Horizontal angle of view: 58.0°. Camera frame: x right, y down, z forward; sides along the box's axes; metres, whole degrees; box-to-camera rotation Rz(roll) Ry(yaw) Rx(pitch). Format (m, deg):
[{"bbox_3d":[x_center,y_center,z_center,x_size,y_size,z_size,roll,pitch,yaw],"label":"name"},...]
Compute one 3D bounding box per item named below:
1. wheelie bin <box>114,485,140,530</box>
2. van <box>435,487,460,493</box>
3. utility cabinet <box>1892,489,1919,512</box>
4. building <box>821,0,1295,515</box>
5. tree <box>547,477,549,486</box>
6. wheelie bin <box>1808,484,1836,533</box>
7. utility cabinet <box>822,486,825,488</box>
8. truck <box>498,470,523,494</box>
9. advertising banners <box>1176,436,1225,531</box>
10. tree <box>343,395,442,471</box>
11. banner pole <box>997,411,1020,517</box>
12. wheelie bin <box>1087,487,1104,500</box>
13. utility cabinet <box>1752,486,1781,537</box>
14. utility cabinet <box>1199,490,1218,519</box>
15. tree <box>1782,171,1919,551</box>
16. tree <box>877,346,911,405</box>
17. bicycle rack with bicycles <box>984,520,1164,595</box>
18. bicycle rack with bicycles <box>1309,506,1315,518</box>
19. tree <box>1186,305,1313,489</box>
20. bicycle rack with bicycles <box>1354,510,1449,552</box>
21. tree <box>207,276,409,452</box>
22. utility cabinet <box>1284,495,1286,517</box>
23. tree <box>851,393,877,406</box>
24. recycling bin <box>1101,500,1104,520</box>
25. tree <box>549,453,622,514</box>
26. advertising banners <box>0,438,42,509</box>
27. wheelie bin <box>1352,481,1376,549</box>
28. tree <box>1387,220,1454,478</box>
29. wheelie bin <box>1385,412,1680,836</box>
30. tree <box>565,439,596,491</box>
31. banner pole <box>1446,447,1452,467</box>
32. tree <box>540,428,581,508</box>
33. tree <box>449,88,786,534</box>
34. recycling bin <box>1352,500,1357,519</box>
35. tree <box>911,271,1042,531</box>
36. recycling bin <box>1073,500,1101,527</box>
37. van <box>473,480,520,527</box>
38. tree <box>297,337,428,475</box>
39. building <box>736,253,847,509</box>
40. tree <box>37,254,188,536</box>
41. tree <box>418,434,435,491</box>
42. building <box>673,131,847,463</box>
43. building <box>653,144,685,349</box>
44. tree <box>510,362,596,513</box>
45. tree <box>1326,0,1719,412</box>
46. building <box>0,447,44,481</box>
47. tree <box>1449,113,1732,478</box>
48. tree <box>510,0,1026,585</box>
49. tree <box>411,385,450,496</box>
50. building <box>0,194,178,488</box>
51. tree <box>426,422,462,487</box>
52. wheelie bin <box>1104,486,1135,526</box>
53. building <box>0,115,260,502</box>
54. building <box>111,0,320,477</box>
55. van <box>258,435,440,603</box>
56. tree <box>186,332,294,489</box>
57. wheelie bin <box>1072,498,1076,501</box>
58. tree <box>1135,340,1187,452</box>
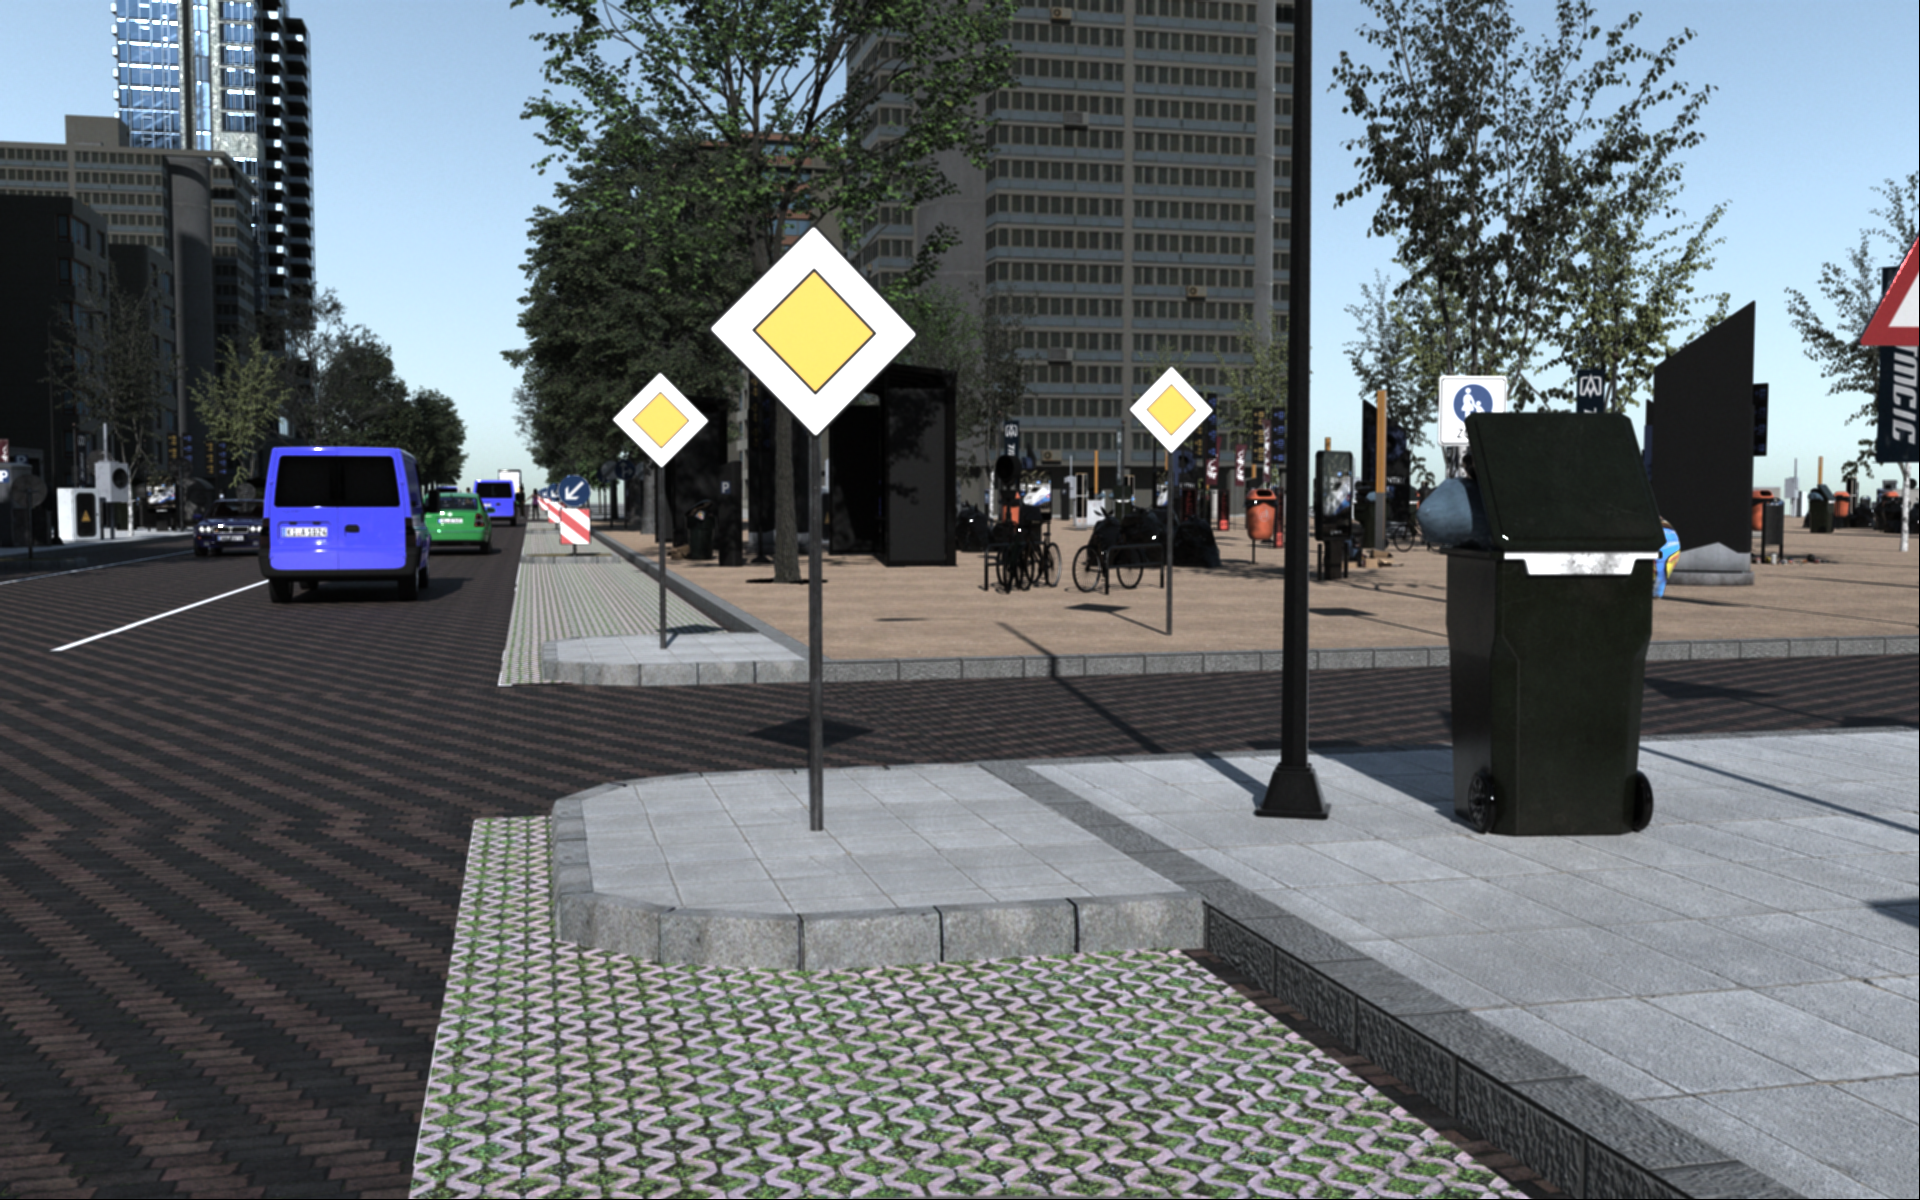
[{"bbox_3d":[-29.764,-3.287,61.659,0.980,1.594,0.693,-3,5,-39],"label":"wheelie bin"},{"bbox_3d":[-41.193,-8.240,139.116,2.240,2.365,5.245,-1,4,-13],"label":"van"},{"bbox_3d":[41.770,-4.138,76.341,1.173,1.500,0.318,3,5,42],"label":"utility cabinet"},{"bbox_3d":[5.639,-25.873,114.901,32.217,40.220,23.993,-1,4,-14],"label":"building"},{"bbox_3d":[-45.671,-13.136,198.484,4.285,4.588,4.351,0,3,0],"label":"tree"},{"bbox_3d":[28.151,-2.980,56.636,0.980,1.594,0.693,-3,5,-41],"label":"wheelie bin"},{"bbox_3d":[-3.744,-2.342,46.964,1.173,1.500,0.318,-2,4,-24],"label":"utility cabinet"},{"bbox_3d":[-53.197,-13.212,204.925,2.839,4.237,11.283,-1,4,-14],"label":"truck"},{"bbox_3d":[6.901,-3.435,52.354,2.074,3.025,0.090,2,4,24],"label":"advertising banners"},{"bbox_3d":[-51.529,-13.664,157.814,7.601,10.594,8.767,1,4,13],"label":"tree"},{"bbox_3d":[1.394,-3.785,51.899,0.863,3.779,0.401,1,4,23],"label":"banner pole"},{"bbox_3d":[6.435,-4.539,82.126,0.980,1.594,0.693,0,4,2],"label":"wheelie bin"},{"bbox_3d":[23.302,-2.565,50.612,1.173,1.500,0.318,2,4,30],"label":"utility cabinet"},{"bbox_3d":[12.786,-4.930,89.285,0.318,1.500,1.173,-2,4,-32],"label":"utility cabinet"},{"bbox_3d":[21.083,-5.411,38.838,4.360,8.622,3.978,0,3,0],"label":"tree"},{"bbox_3d":[-0.830,-7.301,69.741,4.360,8.622,3.978,0,3,0],"label":"tree"},{"bbox_3d":[1.357,-0.601,23.201,2.852,0.926,2.925,2,4,31],"label":"bicycle rack with bicycles"},{"bbox_3d":[19.616,-4.801,91.878,2.852,0.926,2.925,-3,5,-40],"label":"bicycle rack with bicycles"},{"bbox_3d":[11.721,-7.109,66.589,4.737,8.622,4.395,0,3,0],"label":"tree"},{"bbox_3d":[10.740,-1.513,38.112,2.925,0.926,2.852,-3,4,-38],"label":"bicycle rack with bicycles"},{"bbox_3d":[-36.376,-11.432,97.281,12.009,13.543,11.850,0,3,0],"label":"tree"},{"bbox_3d":[18.645,-5.253,97.048,1.020,1.237,0.306,1,4,23],"label":"utility cabinet"},{"bbox_3d":[-4.341,-7.712,76.445,4.360,8.622,3.978,0,3,0],"label":"tree"},{"bbox_3d":[5.792,-3.754,73.935,0.722,1.027,0.722,0,4,3],"label":"recycling bin"},{"bbox_3d":[-22.871,-7.739,110.250,4.285,4.588,4.351,0,3,0],"label":"tree"},{"bbox_3d":[-29.378,-3.544,54.139,2.074,3.025,0.090,2,4,30],"label":"advertising banners"},{"bbox_3d":[9.703,-2.015,40.852,0.693,1.594,0.980,-2,4,-28],"label":"wheelie bin"},{"bbox_3d":[12.522,-5.710,43.714,4.737,8.622,4.395,0,3,0],"label":"tree"},{"bbox_3d":[2.234,0.073,6.712,0.980,1.594,0.693,0,4,-3],"label":"wheelie bin"},{"bbox_3d":[-33.307,-12.391,152.954,4.360,8.622,3.978,0,3,0],"label":"tree"},{"bbox_3d":[22.835,-5.528,80.396,0.401,3.779,0.863,-2,4,-29],"label":"banner pole"},{"bbox_3d":[-31.458,-12.838,144.318,7.601,10.594,8.767,1,4,11],"label":"tree"},{"bbox_3d":[-10.018,-9.087,55.234,9.857,13.997,8.962,0,3,0],"label":"tree"},{"bbox_3d":[16.310,-3.608,71.542,0.722,1.027,0.722,-1,4,-10],"label":"recycling bin"},{"bbox_3d":[0.954,-6.556,57.556,4.360,8.622,3.978,0,3,0],"label":"tree"},{"bbox_3d":[4.931,-3.397,68.087,0.722,1.027,0.722,-2,4,-28],"label":"recycling bin"},{"bbox_3d":[-20.813,-4.466,77.410,2.240,2.365,5.245,-1,4,-15],"label":"van"},{"bbox_3d":[-43.188,-12.727,125.100,9.611,12.733,9.660,0,3,0],"label":"tree"},{"bbox_3d":[-2.652,-18.078,140.619,27.650,21.520,28.899,-1,4,-14],"label":"building"},{"bbox_3d":[-25.524,-6.265,52.795,4.360,8.622,3.978,0,3,0],"label":"tree"},{"bbox_3d":[-54.966,-13.637,173.329,4.737,8.622,4.395,0,3,0],"label":"tree"},{"bbox_3d":[-23.545,-34.169,213.293,22.147,44.769,28.867,-1,4,-14],"label":"building"},{"bbox_3d":[-30.784,-37.536,237.414,21.300,48.544,21.600,-1,4,-14],"label":"building"},{"bbox_3d":[-26.120,-12.768,119.122,12.009,13.543,11.850,0,3,0],"label":"tree"},{"bbox_3d":[5.930,-4.241,19.704,4.360,8.622,3.978,0,3,0],"label":"tree"},{"bbox_3d":[-59.461,-39.673,86.909,20.563,71.187,20.611,-1,4,-14],"label":"building"},{"bbox_3d":[13.027,-5.153,34.620,4.737,8.622,4.395,0,3,0],"label":"tree"},{"bbox_3d":[-2.652,-6.055,24.752,9.928,11.665,9.643,0,3,0],"label":"tree"},{"bbox_3d":[-63.153,-18.233,204.770,9.857,13.997,8.962,0,3,0],"label":"tree"},{"bbox_3d":[-68.395,-16.308,111.682,27.650,21.520,28.899,-1,4,-14],"label":"building"},{"bbox_3d":[-72.596,-19.614,238.817,7.486,12.596,7.792,0,3,0],"label":"tree"},{"bbox_3d":[5.965,-3.436,64.085,0.980,1.594,0.693,0,4,-2],"label":"wheelie bin"},{"bbox_3d":[-88.482,-30.031,182.889,32.217,40.220,23.993,-1,4,-14],"label":"building"},{"bbox_3d":[-89.526,-54.851,209.485,22.319,86.520,31.000,-1,4,-14],"label":"building"},{"bbox_3d":[-8.605,-1.236,24.593,2.240,2.365,5.245,-1,4,-15],"label":"van"},{"bbox_3d":[-32.308,-7.813,78.112,4.737,8.622,4.395,0,3,0],"label":"tree"},{"bbox_3d":[6.291,-5.058,90.612,0.693,1.594,0.980,-1,4,-21],"label":"wheelie bin"},{"bbox_3d":[10.206,-8.082,82.499,4.737,8.622,4.395,0,3,0],"label":"tree"}]
